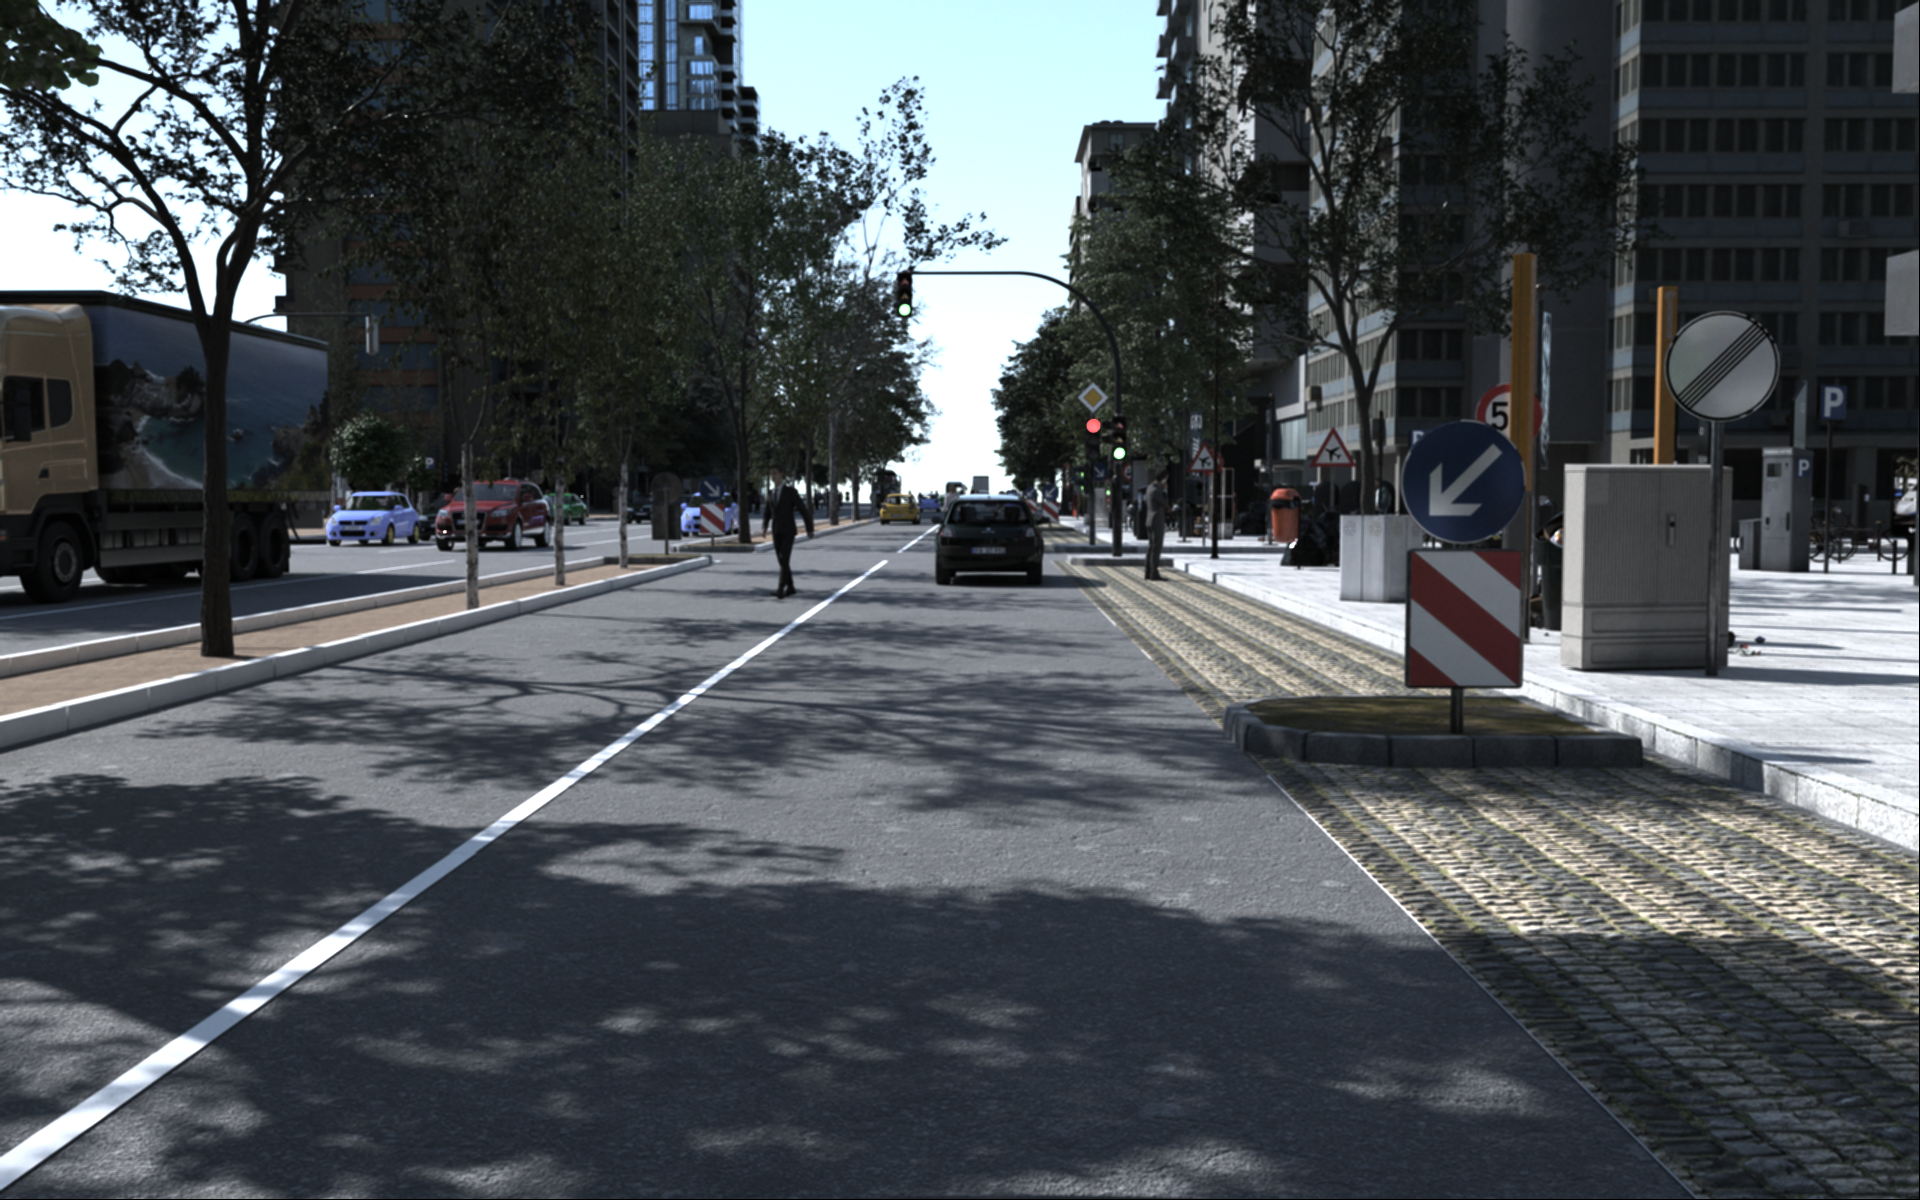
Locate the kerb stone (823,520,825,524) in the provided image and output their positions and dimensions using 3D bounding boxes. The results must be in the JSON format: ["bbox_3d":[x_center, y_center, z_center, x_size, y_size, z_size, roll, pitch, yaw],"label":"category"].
[{"bbox_3d":[-6.621,-3.678,82.335,0.120,0.150,1.000,0,4,1],"label":"kerb stone"}]

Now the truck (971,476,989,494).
[{"bbox_3d":[3.188,-17.258,271.079,2.839,4.237,11.283,0,4,0],"label":"truck"}]

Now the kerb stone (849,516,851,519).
[{"bbox_3d":[-6.407,-4.619,97.708,0.120,0.150,1.000,0,4,1],"label":"kerb stone"}]

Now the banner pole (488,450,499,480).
[{"bbox_3d":[-23.225,-5.876,86.088,0.401,3.779,0.863,3,4,37],"label":"banner pole"}]

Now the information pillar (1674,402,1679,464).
[{"bbox_3d":[17.858,-3.202,43.702,0.183,3.616,0.504,-3,5,-44],"label":"information pillar"}]

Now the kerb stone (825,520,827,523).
[{"bbox_3d":[-6.605,-3.741,83.357,0.120,0.150,1.000,0,4,1],"label":"kerb stone"}]

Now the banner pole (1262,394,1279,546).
[{"bbox_3d":[7.672,-3.240,42.997,0.401,3.779,0.863,2,4,24],"label":"banner pole"}]

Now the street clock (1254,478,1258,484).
[{"bbox_3d":[12.802,-4.369,76.002,0.471,2.002,0.358,1,4,21],"label":"street clock"}]

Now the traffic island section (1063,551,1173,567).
[{"bbox_3d":[3.240,-0.812,35.555,2.009,0.180,2.903,0,4,1],"label":"traffic island section"}]

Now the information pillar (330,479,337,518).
[{"bbox_3d":[-31.222,-5.000,86.239,0.304,2.012,0.304,-1,4,-14],"label":"information pillar"}]

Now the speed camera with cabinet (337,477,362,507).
[{"bbox_3d":[-33.352,-6.138,94.688,0.660,3.252,2.038,-3,5,-44],"label":"speed camera with cabinet"}]

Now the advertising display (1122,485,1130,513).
[{"bbox_3d":[11.242,-6.948,118.811,0.974,1.923,0.123,3,4,38],"label":"advertising display"}]

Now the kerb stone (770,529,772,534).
[{"bbox_3d":[-6.895,-2.426,61.866,0.120,0.150,1.000,0,4,1],"label":"kerb stone"}]

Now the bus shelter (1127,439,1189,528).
[{"bbox_3d":[7.503,-4.408,65.992,2.014,3.302,5.546,0,4,1],"label":"bus shelter"}]

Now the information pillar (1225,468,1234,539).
[{"bbox_3d":[7.541,-2.724,49.025,0.304,2.012,0.304,-1,4,-17],"label":"information pillar"}]

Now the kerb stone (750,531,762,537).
[{"bbox_3d":[-6.934,-2.237,58.797,0.120,0.150,1.000,0,4,1],"label":"kerb stone"}]

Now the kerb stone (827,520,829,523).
[{"bbox_3d":[-6.596,-3.798,84.383,0.120,0.150,1.000,0,4,1],"label":"kerb stone"}]

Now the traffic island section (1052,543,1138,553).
[{"bbox_3d":[3.346,-1.300,43.539,2.009,0.180,2.903,0,4,1],"label":"traffic island section"}]

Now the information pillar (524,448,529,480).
[{"bbox_3d":[-21.955,-5.897,87.770,0.183,3.616,0.504,0,4,1],"label":"information pillar"}]

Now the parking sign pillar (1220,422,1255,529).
[{"bbox_3d":[10.348,-4.672,64.858,1.447,3.967,1.447,0,4,-1],"label":"parking sign pillar"}]

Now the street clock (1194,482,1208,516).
[{"bbox_3d":[12.130,-5.095,87.878,0.471,2.002,0.358,-2,4,-33],"label":"street clock"}]

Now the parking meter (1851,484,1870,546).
[{"bbox_3d":[22.354,-2.116,43.000,0.372,1.533,0.369,0,3,0],"label":"parking meter"}]

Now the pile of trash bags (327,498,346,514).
[{"bbox_3d":[-40.165,-6.066,108.934,1.912,1.369,3.447,3,5,39],"label":"pile of trash bags"}]

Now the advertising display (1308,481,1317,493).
[{"bbox_3d":[17.374,-4.821,84.042,0.974,1.923,0.123,2,4,31],"label":"advertising display"}]

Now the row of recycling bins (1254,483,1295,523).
[{"bbox_3d":[12.828,-4.031,73.027,1.069,1.692,3.534,-2,4,-35],"label":"row of recycling bins"}]

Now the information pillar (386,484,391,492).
[{"bbox_3d":[-36.606,-7.329,111.178,0.504,3.616,0.183,-2,4,-29],"label":"information pillar"}]

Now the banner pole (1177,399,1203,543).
[{"bbox_3d":[6.101,-3.404,45.669,0.401,3.779,0.863,-3,5,-40],"label":"banner pole"}]

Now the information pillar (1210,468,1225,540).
[{"bbox_3d":[7.169,-2.688,48.443,0.304,2.012,0.304,0,3,0],"label":"information pillar"}]

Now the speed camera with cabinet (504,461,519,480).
[{"bbox_3d":[-25.839,-6.296,97.279,2.038,3.252,0.660,-3,5,-39],"label":"speed camera with cabinet"}]

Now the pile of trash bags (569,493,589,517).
[{"bbox_3d":[-21.856,-5.331,96.915,1.912,1.369,3.447,-1,4,-17],"label":"pile of trash bags"}]

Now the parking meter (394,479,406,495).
[{"bbox_3d":[-21.796,-3.775,67.432,0.399,1.863,0.255,2,4,30],"label":"parking meter"}]

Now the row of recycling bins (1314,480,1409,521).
[{"bbox_3d":[12.426,-2.779,52.557,3.534,1.692,1.069,2,4,32],"label":"row of recycling bins"}]

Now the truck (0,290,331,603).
[{"bbox_3d":[-12.848,-2.275,26.103,2.839,4.237,11.283,0,4,1],"label":"truck"}]

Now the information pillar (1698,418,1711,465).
[{"bbox_3d":[21.005,-3.522,48.936,0.183,3.616,0.504,-1,4,-10],"label":"information pillar"}]

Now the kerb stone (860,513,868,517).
[{"bbox_3d":[-6.229,-5.497,112.067,0.120,0.150,1.000,0,4,1],"label":"kerb stone"}]

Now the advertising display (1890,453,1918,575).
[{"bbox_3d":[15.203,-1.356,27.383,0.123,1.923,0.974,-2,4,-27],"label":"advertising display"}]

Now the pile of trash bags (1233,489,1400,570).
[{"bbox_3d":[6.506,-1.277,30.635,1.912,1.369,3.447,3,5,41],"label":"pile of trash bags"}]

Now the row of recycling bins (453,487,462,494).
[{"bbox_3d":[-29.618,-5.993,105.098,1.069,1.692,3.534,-3,5,-44],"label":"row of recycling bins"}]

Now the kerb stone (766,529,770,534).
[{"bbox_3d":[-6.899,-2.364,60.844,0.120,0.150,1.000,0,4,1],"label":"kerb stone"}]

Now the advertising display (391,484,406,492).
[{"bbox_3d":[-35.590,-6.401,109.874,0.974,1.923,0.123,0,4,-7],"label":"advertising display"}]

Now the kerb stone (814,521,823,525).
[{"bbox_3d":[-6.633,-3.616,81.310,0.120,0.150,1.000,0,4,1],"label":"kerb stone"}]

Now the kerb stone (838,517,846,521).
[{"bbox_3d":[-6.455,-4.430,94.632,0.120,0.150,1.000,0,4,1],"label":"kerb stone"}]

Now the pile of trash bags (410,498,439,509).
[{"bbox_3d":[-26.322,-4.706,86.696,3.447,1.369,1.912,-2,4,-35],"label":"pile of trash bags"}]

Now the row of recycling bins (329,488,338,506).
[{"bbox_3d":[-40.214,-6.447,112.528,1.069,1.692,3.534,0,4,0],"label":"row of recycling bins"}]

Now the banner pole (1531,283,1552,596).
[{"bbox_3d":[7.011,-1.888,20.880,0.401,3.779,0.863,2,4,30],"label":"banner pole"}]

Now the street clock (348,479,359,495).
[{"bbox_3d":[-25.546,-4.188,73.050,0.471,2.002,0.358,-1,4,-9],"label":"street clock"}]

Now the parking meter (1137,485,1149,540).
[{"bbox_3d":[5.122,-2.444,48.364,0.372,1.533,0.369,0,3,0],"label":"parking meter"}]

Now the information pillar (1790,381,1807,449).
[{"bbox_3d":[17.344,-2.724,35.884,0.504,3.616,0.183,-3,4,-36],"label":"information pillar"}]

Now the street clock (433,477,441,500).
[{"bbox_3d":[-21.973,-4.171,72.774,0.358,2.002,0.471,-1,4,-9],"label":"street clock"}]

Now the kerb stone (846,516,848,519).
[{"bbox_3d":[-6.440,-4.493,95.661,0.120,0.150,1.000,0,4,1],"label":"kerb stone"}]

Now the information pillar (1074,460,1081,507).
[{"bbox_3d":[7.461,-7.258,110.022,0.504,3.616,0.183,0,4,0],"label":"information pillar"}]

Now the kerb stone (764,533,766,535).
[{"bbox_3d":[-6.919,-2.301,59.822,0.120,0.150,1.000,0,4,1],"label":"kerb stone"}]

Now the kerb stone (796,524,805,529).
[{"bbox_3d":[-6.739,-3.115,73.122,0.120,0.150,1.000,0,4,1],"label":"kerb stone"}]

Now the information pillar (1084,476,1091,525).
[{"bbox_3d":[5.287,-4.069,71.012,0.304,2.012,0.304,-1,4,-23],"label":"information pillar"}]
